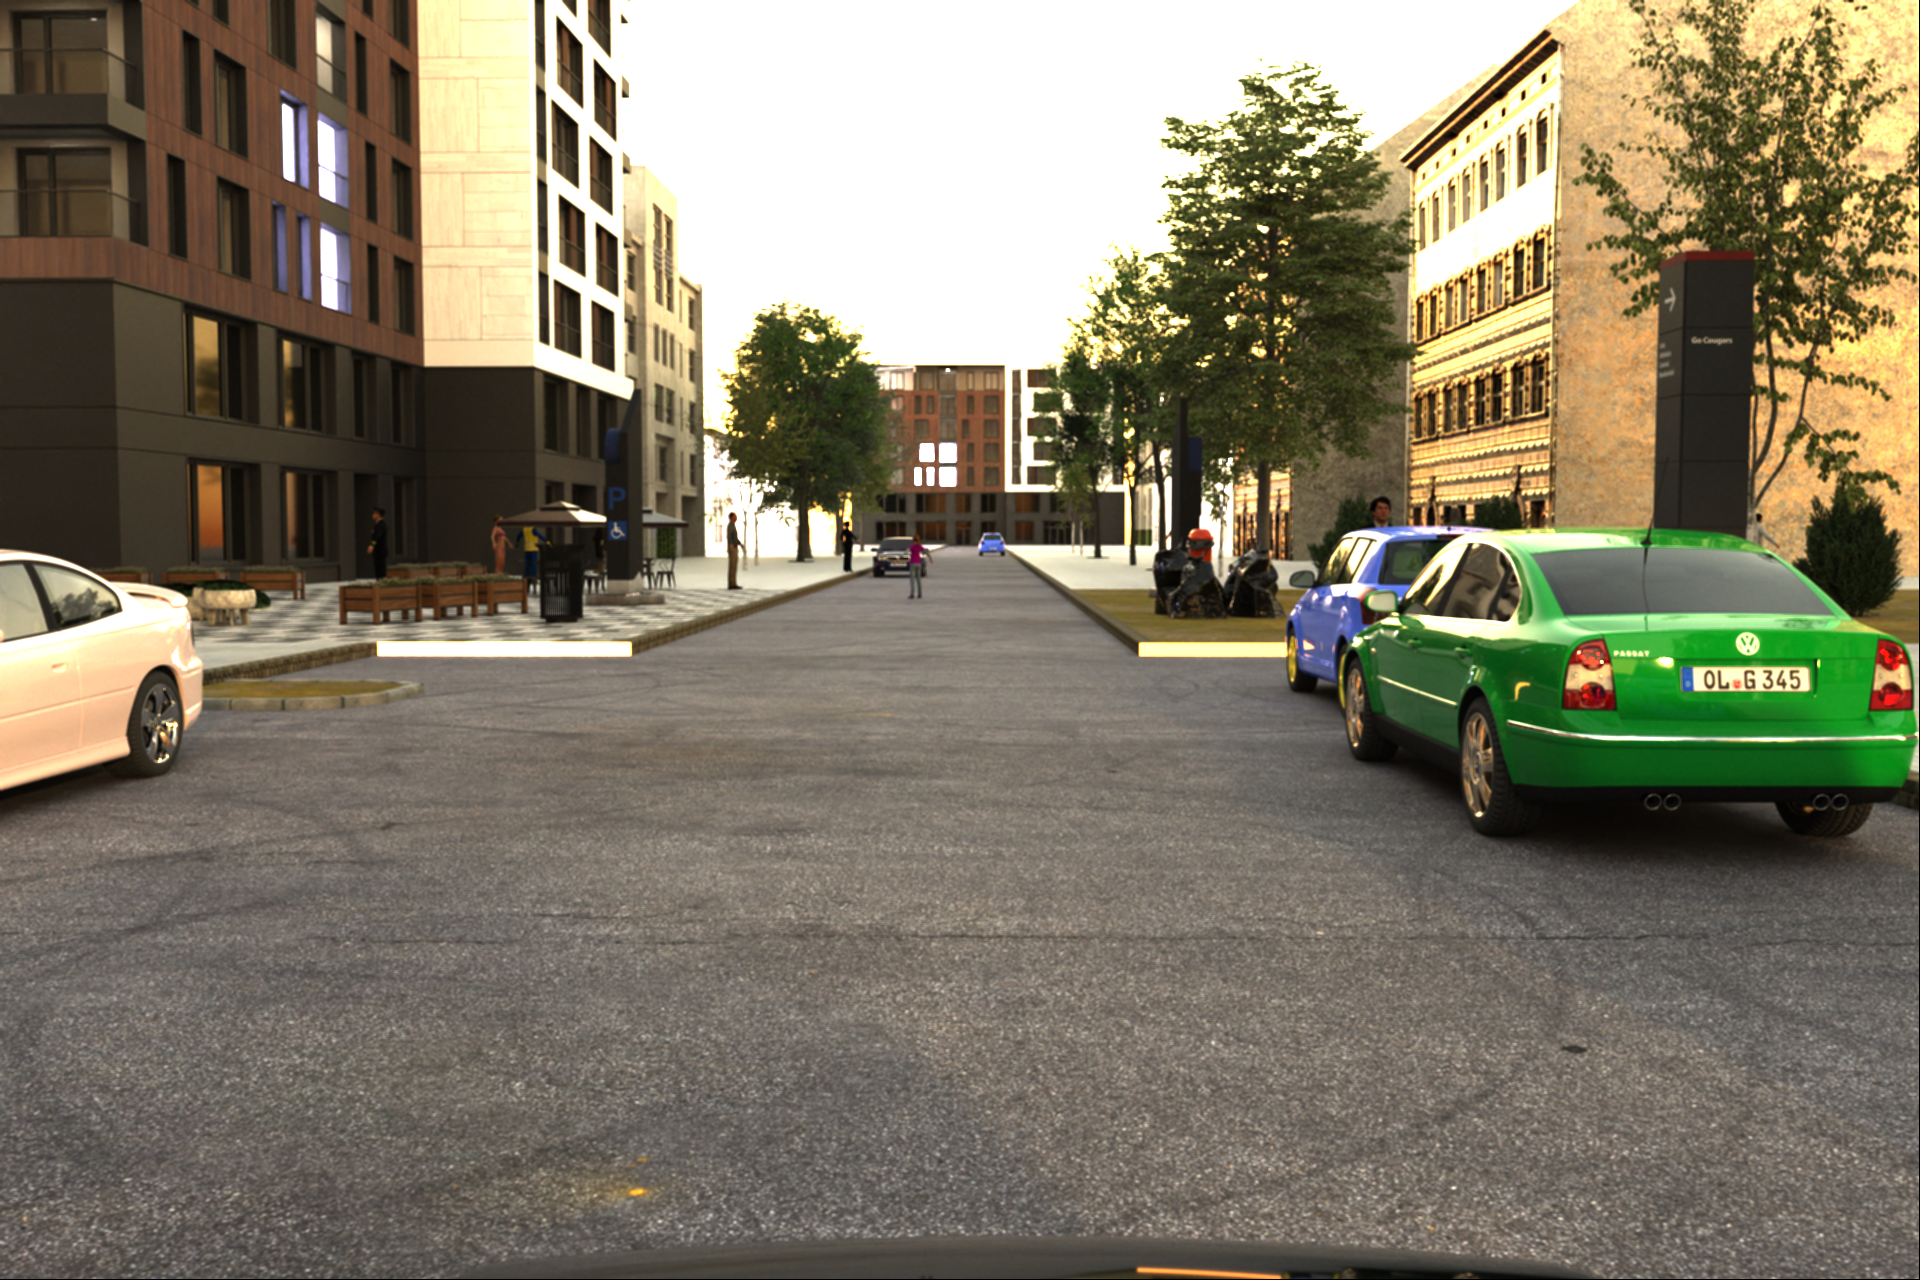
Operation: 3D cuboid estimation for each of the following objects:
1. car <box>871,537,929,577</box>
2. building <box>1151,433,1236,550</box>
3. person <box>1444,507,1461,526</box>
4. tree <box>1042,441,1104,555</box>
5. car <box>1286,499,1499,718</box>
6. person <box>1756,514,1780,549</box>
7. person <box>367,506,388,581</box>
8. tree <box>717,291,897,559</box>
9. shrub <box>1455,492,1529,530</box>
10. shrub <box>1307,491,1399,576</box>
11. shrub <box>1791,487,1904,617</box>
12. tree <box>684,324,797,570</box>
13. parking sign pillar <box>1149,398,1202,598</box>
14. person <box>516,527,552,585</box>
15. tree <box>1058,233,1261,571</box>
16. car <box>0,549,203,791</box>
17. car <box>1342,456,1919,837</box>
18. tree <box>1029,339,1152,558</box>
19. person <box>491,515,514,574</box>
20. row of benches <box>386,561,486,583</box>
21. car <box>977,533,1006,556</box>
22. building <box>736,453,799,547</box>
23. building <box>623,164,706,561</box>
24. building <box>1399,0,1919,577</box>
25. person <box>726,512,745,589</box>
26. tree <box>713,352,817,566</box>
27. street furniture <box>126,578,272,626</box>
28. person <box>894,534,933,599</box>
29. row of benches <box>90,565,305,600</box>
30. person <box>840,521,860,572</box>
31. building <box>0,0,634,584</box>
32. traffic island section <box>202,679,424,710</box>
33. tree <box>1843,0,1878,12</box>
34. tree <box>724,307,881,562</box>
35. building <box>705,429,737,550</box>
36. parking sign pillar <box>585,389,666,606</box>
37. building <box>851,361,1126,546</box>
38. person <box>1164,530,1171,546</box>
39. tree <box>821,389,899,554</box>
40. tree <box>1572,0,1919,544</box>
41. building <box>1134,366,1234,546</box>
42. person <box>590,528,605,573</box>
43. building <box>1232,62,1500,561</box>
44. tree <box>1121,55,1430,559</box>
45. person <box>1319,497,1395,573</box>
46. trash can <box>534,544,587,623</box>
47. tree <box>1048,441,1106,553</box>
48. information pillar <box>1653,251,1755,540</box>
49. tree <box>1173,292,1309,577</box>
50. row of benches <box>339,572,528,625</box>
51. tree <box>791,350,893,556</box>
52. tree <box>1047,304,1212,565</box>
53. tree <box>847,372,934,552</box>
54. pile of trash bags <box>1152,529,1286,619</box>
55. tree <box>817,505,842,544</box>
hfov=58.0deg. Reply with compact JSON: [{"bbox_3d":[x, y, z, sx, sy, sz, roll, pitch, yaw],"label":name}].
[{"bbox_3d":[-2.024,-2.828,58.817,1.945,1.354,3.894,0,4,0],"label":"car"},{"bbox_3d":[22.932,-12.991,154.545,9.099,9.664,28.070,0,4,1],"label":"building"},{"bbox_3d":[9.769,-1.719,34.237,1.348,1.813,0.705,0,4,-1],"label":"person"},{"bbox_3d":[7.369,-9.605,107.398,4.737,8.622,4.395,0,3,0],"label":"tree"},{"bbox_3d":[3.825,-0.310,14.653,1.945,1.707,3.694,0,4,1],"label":"car"},{"bbox_3d":[20.436,-2.335,44.357,0.705,1.806,1.347,-1,4,-15],"label":"person"},{"bbox_3d":[-11.736,-1.775,34.950,0.705,1.837,1.347,-1,4,-10],"label":"person"},{"bbox_3d":[-8.101,-11.254,90.664,9.857,13.997,8.962,0,3,0],"label":"tree"},{"bbox_3d":[9.596,-1.615,30.832,1.690,2.028,1.600,0,3,0],"label":"shrub"},{"bbox_3d":[6.941,-1.578,30.226,1.690,2.028,1.600,0,3,0],"label":"shrub"},{"bbox_3d":[13.869,-1.411,27.115,1.661,2.075,1.752,0,3,0],"label":"shrub"},{"bbox_3d":[-7.529,-6.745,60.637,4.360,8.622,3.978,0,3,0],"label":"tree"},{"bbox_3d":[4.561,-2.850,35.063,1.447,3.967,1.447,0,4,-1],"label":"parking sign pillar"},{"bbox_3d":[-10.856,-2.299,44.051,1.216,1.772,0.721,2,4,30],"label":"person"},{"bbox_3d":[7.003,-8.258,60.773,9.928,11.665,9.643,0,3,0],"label":"tree"},{"bbox_3d":[-5.653,0.211,8.913,2.083,1.381,4.827,0,4,0],"label":"car"},{"bbox_3d":[3.355,-0.047,9.568,1.959,1.807,4.718,0,4,0],"label":"car"},{"bbox_3d":[7.214,-10.178,92.169,9.928,11.665,9.643,0,3,0],"label":"tree"},{"bbox_3d":[-11.005,-2.131,41.645,0.721,1.733,1.217,0,4,5],"label":"person"},{"bbox_3d":[-11.605,-1.396,38.289,1.422,0.672,4.104,0,4,8],"label":"row of benches"},{"bbox_3d":[2.104,-6.417,114.511,1.945,1.707,3.694,0,4,0],"label":"car"},{"bbox_3d":[-20.351,-14.631,181.367,9.099,9.664,28.070,0,4,1],"label":"building"},{"bbox_3d":[-23.376,-13.270,83.420,16.747,18.905,31.486,0,4,1],"label":"building"},{"bbox_3d":[27.216,-14.042,60.523,19.493,23.208,18.063,0,4,1],"label":"building"},{"bbox_3d":[-5.248,-2.079,40.266,0.705,1.796,1.348,0,4,4],"label":"person"},{"bbox_3d":[-8.129,-7.325,70.134,4.737,8.622,4.395,0,3,0],"label":"tree"},{"bbox_3d":[-13.726,-0.695,26.982,5.734,0.657,10.072,-2,4,-24],"label":"street furniture"},{"bbox_3d":[-1.019,-1.638,38.511,0.991,1.433,0.599,-2,4,-32],"label":"person"},{"bbox_3d":[-14.794,-1.118,33.742,4.104,0.672,1.422,0,4,-7],"label":"row of benches"},{"bbox_3d":[-3.743,-3.188,58.845,0.721,1.740,1.216,-2,4,-35],"label":"person"},{"bbox_3d":[-27.006,-12.660,50.967,27.936,21.610,32.646,0,4,2],"label":"building"},{"bbox_3d":[-5.817,0.476,15.087,1.991,0.108,1.994,0,4,1],"label":"traffic island section"},{"bbox_3d":[24.228,-10.881,33.794,12.611,20.169,13.585,0,3,0],"label":"tree"},{"bbox_3d":[-7.147,-9.368,78.920,9.928,11.665,9.643,0,3,0],"label":"tree"},{"bbox_3d":[-23.844,-12.761,150.794,9.099,9.664,28.070,0,4,1],"label":"building"},{"bbox_3d":[-6.125,-2.639,31.612,1.447,3.967,1.447,0,4,1],"label":"parking sign pillar"},{"bbox_3d":[3.117,-22.691,217.426,32.646,21.610,27.936,0,4,-1],"label":"building"},{"bbox_3d":[6.895,-2.957,54.481,1.347,1.817,0.704,-2,4,-32],"label":"person"},{"bbox_3d":[-7.773,-11.412,112.339,9.928,11.665,9.643,0,3,0],"label":"tree"},{"bbox_3d":[9.543,-4.304,20.731,4.737,8.622,4.395,0,3,0],"label":"tree"},{"bbox_3d":[28.974,-19.838,190.807,16.747,18.905,31.486,0,4,0],"label":"building"},{"bbox_3d":[-11.870,-3.103,56.873,0.704,1.812,1.346,-2,4,-27],"label":"person"},{"bbox_3d":[24.980,-15.865,90.315,19.493,23.208,18.063,0,4,0],"label":"building"},{"bbox_3d":[7.630,-7.543,41.460,7.486,12.596,7.792,0,3,0],"label":"tree"},{"bbox_3d":[4.236,-0.538,17.438,1.347,1.806,0.705,0,4,2],"label":"person"},{"bbox_3d":[-5.792,-0.826,25.154,0.748,1.137,0.748,0,3,0],"label":"trash can"},{"bbox_3d":[7.503,-10.172,116.668,4.360,8.622,3.978,0,3,0],"label":"tree"},{"bbox_3d":[6.935,-1.641,16.209,0.750,3.857,0.750,0,4,1],"label":"information pillar"},{"bbox_3d":[7.949,-6.162,51.107,4.737,8.622,4.395,0,3,0],"label":"tree"},{"bbox_3d":[-7.878,-0.669,26.405,1.422,0.672,4.104,1,4,18],"label":"row of benches"},{"bbox_3d":[-7.692,-11.294,102.780,7.486,12.596,7.792,0,3,0],"label":"tree"},{"bbox_3d":[6.865,-8.367,71.217,7.601,10.594,8.767,-2,4,-33],"label":"tree"},{"bbox_3d":[-7.045,-13.202,126.214,12.009,13.543,11.850,0,3,0],"label":"tree"},{"bbox_3d":[4.044,-1.108,27.872,1.912,1.369,3.447,0,4,-1],"label":"pile of trash bags"},{"bbox_3d":[-16.025,-16.293,216.747,4.737,8.622,4.395,0,3,0],"label":"tree"}]
